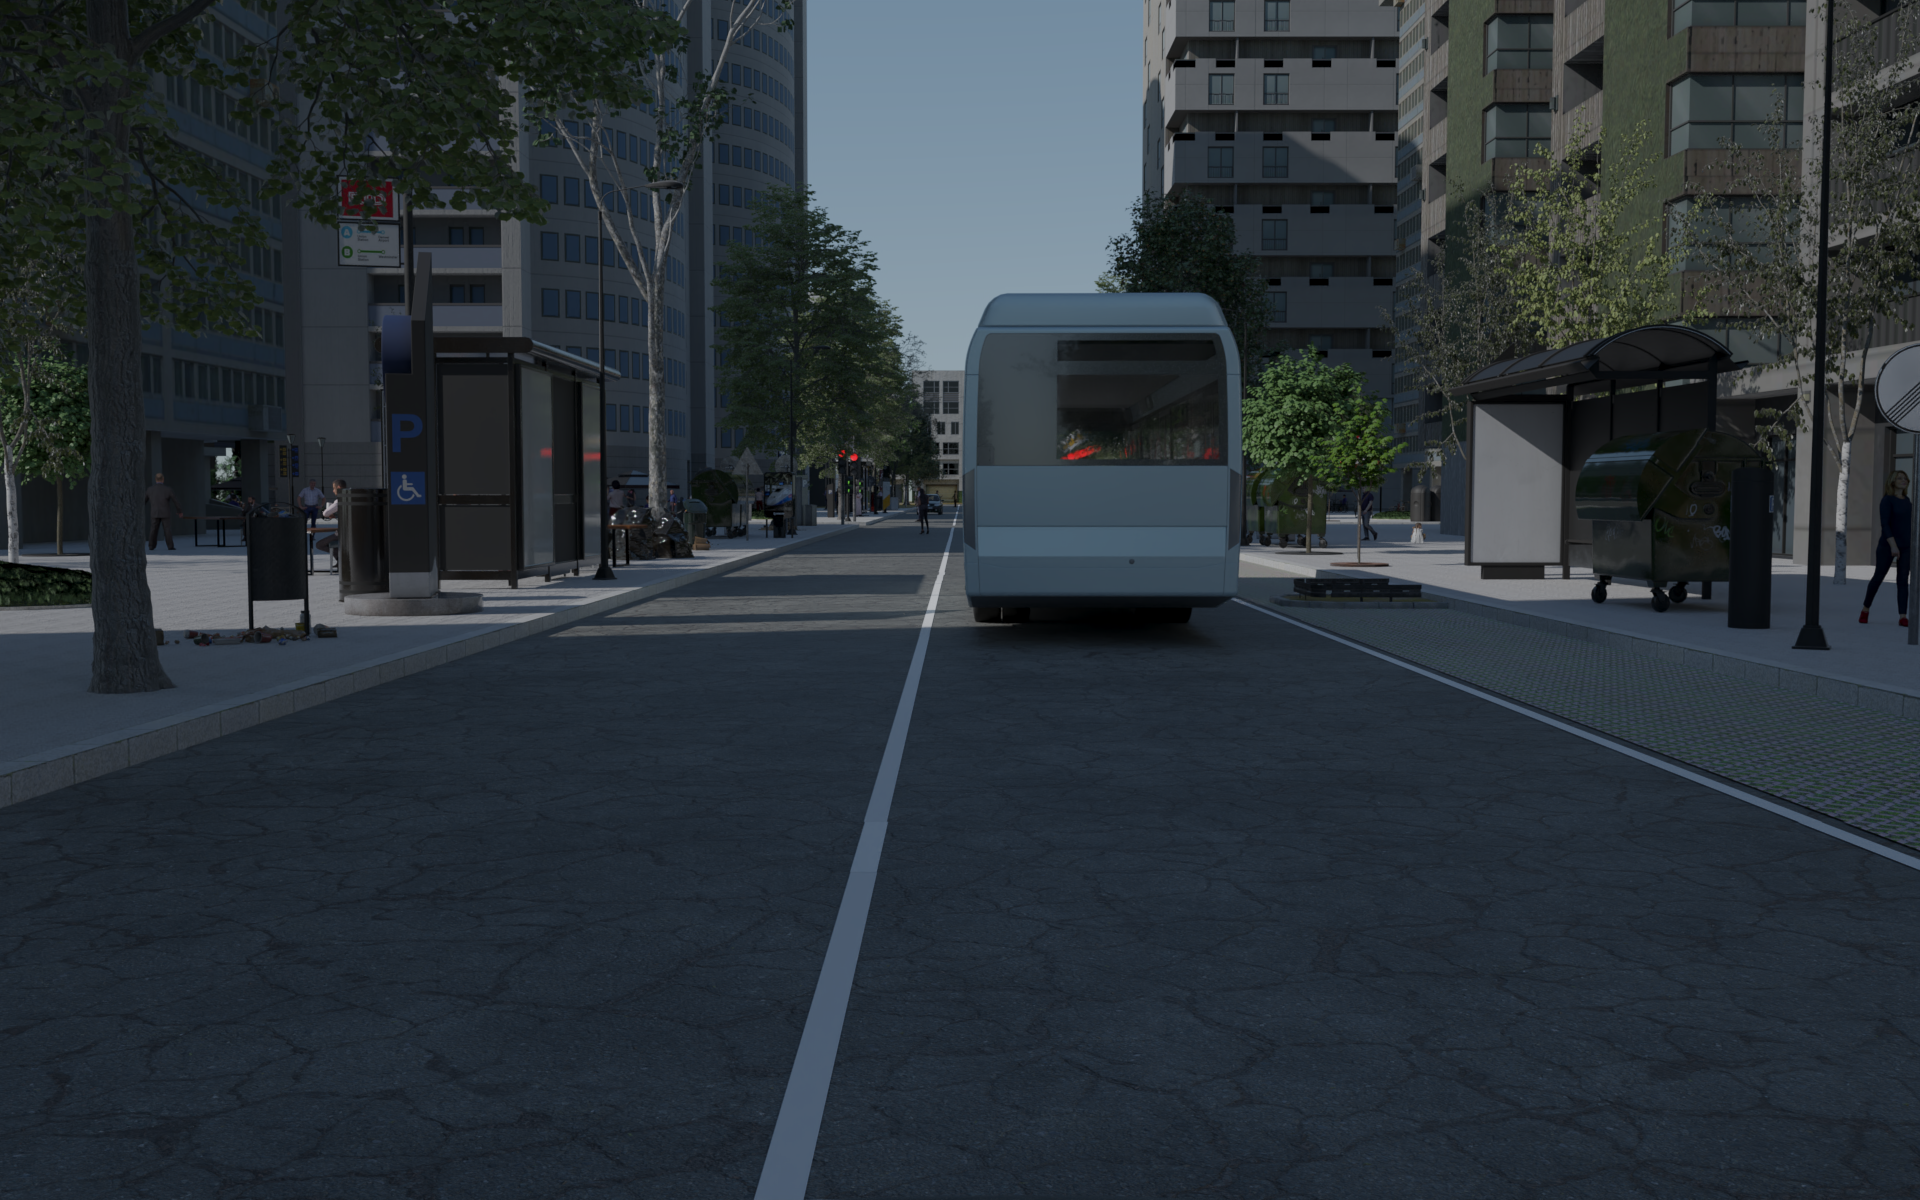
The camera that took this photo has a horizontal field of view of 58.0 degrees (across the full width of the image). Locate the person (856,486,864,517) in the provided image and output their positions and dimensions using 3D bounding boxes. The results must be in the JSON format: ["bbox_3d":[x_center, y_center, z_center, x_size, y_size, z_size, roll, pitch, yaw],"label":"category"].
[{"bbox_3d":[-5.750,-5.558,97.577,0.621,1.740,0.551,1,4,13],"label":"person"}]

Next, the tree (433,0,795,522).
[{"bbox_3d":[-8.034,-11.129,37.855,12.611,20.169,13.585,0,3,0],"label":"tree"}]

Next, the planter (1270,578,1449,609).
[{"bbox_3d":[5.078,-0.081,22.468,1.991,0.319,1.994,0,3,0],"label":"planter"}]

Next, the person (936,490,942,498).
[{"bbox_3d":[-1.959,-9.107,157.932,0.750,1.759,0.617,-2,4,-30],"label":"person"}]

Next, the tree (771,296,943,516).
[{"bbox_3d":[-5.940,-11.627,100.464,12.009,13.543,11.850,0,3,0],"label":"tree"}]

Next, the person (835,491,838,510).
[{"bbox_3d":[-9.914,-8.115,140.429,0.444,1.614,0.593,-1,4,-13],"label":"person"}]

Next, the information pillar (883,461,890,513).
[{"bbox_3d":[-4.935,-7.611,115.789,0.504,3.616,0.183,-1,4,-18],"label":"information pillar"}]

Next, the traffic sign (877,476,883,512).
[{"bbox_3d":[-5.425,-7.449,121.801,0.884,2.594,0.081,0,4,2],"label":"traffic sign"}]

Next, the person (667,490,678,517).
[{"bbox_3d":[-15.181,-5.039,91.127,0.600,1.496,0.574,-1,4,-15],"label":"person"}]

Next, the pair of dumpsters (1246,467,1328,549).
[{"bbox_3d":[8.020,-2.462,42.756,1.574,2.255,4.437,0,3,0],"label":"pair of dumpsters"}]

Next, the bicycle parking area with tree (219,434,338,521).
[{"bbox_3d":[-32.257,-6.010,85.266,9.016,4.147,8.231,1,4,8],"label":"bicycle parking area with tree"}]

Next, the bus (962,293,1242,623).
[{"bbox_3d":[1.416,-1.689,22.482,2.948,3.499,13.247,0,4,1],"label":"bus"}]

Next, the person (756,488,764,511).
[{"bbox_3d":[-11.554,-5.651,99.904,0.517,1.644,0.566,3,5,45],"label":"person"}]

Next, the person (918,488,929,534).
[{"bbox_3d":[-1.317,-3.188,62.087,0.415,1.643,0.593,1,4,16],"label":"person"}]

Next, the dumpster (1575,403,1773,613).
[{"bbox_3d":[7.995,-1.038,19.466,1.502,2.255,1.985,0,4,0],"label":"dumpster"}]

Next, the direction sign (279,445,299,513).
[{"bbox_3d":[-31.175,-5.415,80.535,0.876,3.537,0.379,-3,4,-39],"label":"direction sign"}]

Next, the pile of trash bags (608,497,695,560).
[{"bbox_3d":[-6.911,-1.478,33.916,1.912,1.369,3.447,2,4,32],"label":"pile of trash bags"}]

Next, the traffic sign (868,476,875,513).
[{"bbox_3d":[-6.205,-7.294,119.367,0.768,2.556,0.104,0,4,8],"label":"traffic sign"}]

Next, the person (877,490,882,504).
[{"bbox_3d":[-6.322,-8.144,140.130,0.756,1.711,0.436,0,4,-7],"label":"person"}]

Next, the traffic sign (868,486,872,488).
[{"bbox_3d":[-7.061,-8.363,136.833,0.768,2.556,0.104,0,4,6],"label":"traffic sign"}]

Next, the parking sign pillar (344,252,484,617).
[{"bbox_3d":[-5.934,-1.851,18.734,1.447,3.967,1.447,-1,4,-13],"label":"parking sign pillar"}]

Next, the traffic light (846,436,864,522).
[{"bbox_3d":[-4.872,-5.585,80.237,0.839,4.253,0.868,0,3,0],"label":"traffic light"}]

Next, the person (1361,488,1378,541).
[{"bbox_3d":[11.230,-2.403,47.540,0.471,1.553,0.569,1,4,18],"label":"person"}]

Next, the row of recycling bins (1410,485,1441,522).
[{"bbox_3d":[22.579,-4.492,80.557,3.534,1.692,1.069,-1,4,-22],"label":"row of recycling bins"}]

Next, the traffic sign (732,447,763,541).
[{"bbox_3d":[-5.832,-2.901,47.437,0.884,2.594,0.081,0,4,8],"label":"traffic sign"}]

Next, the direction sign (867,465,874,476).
[{"bbox_3d":[-6.925,-8.715,134.492,0.876,3.537,0.379,0,4,0],"label":"direction sign"}]

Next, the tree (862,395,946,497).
[{"bbox_3d":[-5.640,-12.734,142.617,8.767,10.594,7.601,-1,4,-14],"label":"tree"}]

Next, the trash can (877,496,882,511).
[{"bbox_3d":[-6.233,-7.415,132.887,0.748,1.137,0.748,0,3,0],"label":"trash can"}]

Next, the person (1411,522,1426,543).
[{"bbox_3d":[11.951,-1.752,45.158,0.381,0.543,0.357,1,4,14],"label":"person"}]

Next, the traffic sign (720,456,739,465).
[{"bbox_3d":[-7.596,-3.514,57.558,0.768,2.556,0.104,0,4,0],"label":"traffic sign"}]

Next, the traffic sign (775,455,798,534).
[{"bbox_3d":[-5.609,-3.412,55.889,0.768,2.556,0.104,0,4,8],"label":"traffic sign"}]

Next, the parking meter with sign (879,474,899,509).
[{"bbox_3d":[-6.192,-9.526,152.004,1.738,3.016,0.543,1,4,12],"label":"parking meter with sign"}]

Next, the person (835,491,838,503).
[{"bbox_3d":[-10.184,-8.185,142.231,0.546,1.535,0.453,2,4,30],"label":"person"}]

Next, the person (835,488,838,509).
[{"bbox_3d":[-10.725,-8.877,151.306,0.598,1.807,0.434,1,4,15],"label":"person"}]

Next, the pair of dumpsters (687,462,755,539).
[{"bbox_3d":[-7.080,-2.990,51.373,1.574,2.255,4.437,0,3,0],"label":"pair of dumpsters"}]

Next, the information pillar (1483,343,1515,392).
[{"bbox_3d":[8.402,-2.183,27.053,0.504,3.616,0.183,3,4,37],"label":"information pillar"}]

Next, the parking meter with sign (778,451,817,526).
[{"bbox_3d":[-6.528,-4.511,70.012,1.738,3.016,0.543,3,4,37],"label":"parking meter with sign"}]

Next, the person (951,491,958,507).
[{"bbox_3d":[-0.545,-10.940,187.457,0.705,1.812,1.348,2,4,26],"label":"person"}]

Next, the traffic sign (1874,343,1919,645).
[{"bbox_3d":[8.125,-0.892,14.686,0.768,2.556,0.104,1,4,10],"label":"traffic sign"}]

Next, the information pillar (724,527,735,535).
[{"bbox_3d":[-7.255,-3.062,54.552,0.304,2.012,0.304,-2,4,-24],"label":"information pillar"}]

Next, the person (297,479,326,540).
[{"bbox_3d":[-17.949,-2.505,47.946,0.756,1.711,0.436,-1,4,-19],"label":"person"}]

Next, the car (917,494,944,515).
[{"bbox_3d":[-2.095,-6.771,120.497,2.009,1.686,4.222,0,4,1],"label":"car"}]

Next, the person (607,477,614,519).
[{"bbox_3d":[-11.369,-3.020,55.295,0.709,1.838,0.599,3,4,37],"label":"person"}]

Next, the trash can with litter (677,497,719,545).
[{"bbox_3d":[-6.974,-2.032,44.284,1.678,1.210,2.233,0,4,-5],"label":"trash can with litter"}]

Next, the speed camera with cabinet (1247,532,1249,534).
[{"bbox_3d":[8.742,-3.817,56.746,0.660,3.252,2.038,-1,4,-22],"label":"speed camera with cabinet"}]

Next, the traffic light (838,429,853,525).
[{"bbox_3d":[-4.881,-5.097,72.252,0.839,4.253,0.868,0,3,0],"label":"traffic light"}]

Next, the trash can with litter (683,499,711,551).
[{"bbox_3d":[-5.957,-1.732,39.700,0.624,1.170,1.055,-2,4,-26],"label":"trash can with litter"}]

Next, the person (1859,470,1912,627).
[{"bbox_3d":[9.073,-0.510,16.932,0.480,1.512,0.613,-2,4,-34],"label":"person"}]

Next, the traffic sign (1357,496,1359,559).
[{"bbox_3d":[7.912,-2.098,34.299,0.884,2.594,0.081,0,4,1],"label":"traffic sign"}]

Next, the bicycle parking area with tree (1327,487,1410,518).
[{"bbox_3d":[20.797,-6.677,96.177,8.231,4.147,9.016,2,4,35],"label":"bicycle parking area with tree"}]

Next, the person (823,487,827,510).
[{"bbox_3d":[-10.929,-8.280,141.283,0.709,1.838,0.599,3,4,39],"label":"person"}]

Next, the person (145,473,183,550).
[{"bbox_3d":[-18.299,-2.020,39.625,0.990,1.755,0.434,-1,4,-9],"label":"person"}]

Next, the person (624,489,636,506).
[{"bbox_3d":[-13.004,-3.696,67.936,0.593,1.643,0.415,0,4,-3],"label":"person"}]

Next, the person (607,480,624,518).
[{"bbox_3d":[-9.029,-2.311,45.294,0.517,1.644,0.566,0,4,6],"label":"person"}]

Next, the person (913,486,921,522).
[{"bbox_3d":[-2.188,-4.976,89.724,0.599,1.838,0.709,1,4,19],"label":"person"}]

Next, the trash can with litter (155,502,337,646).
[{"bbox_3d":[-6.400,-0.251,15.160,2.233,1.210,1.678,-3,5,-45],"label":"trash can with litter"}]

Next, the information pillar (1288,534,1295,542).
[{"bbox_3d":[8.847,-2.583,46.716,0.304,2.012,0.304,-2,4,-28],"label":"information pillar"}]

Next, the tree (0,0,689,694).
[{"bbox_3d":[-5.204,-5.655,10.590,7.486,12.596,7.792,0,3,0],"label":"tree"}]

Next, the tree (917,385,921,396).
[{"bbox_3d":[-5.909,-8.897,63.592,7.486,12.596,7.792,0,3,0],"label":"tree"}]
